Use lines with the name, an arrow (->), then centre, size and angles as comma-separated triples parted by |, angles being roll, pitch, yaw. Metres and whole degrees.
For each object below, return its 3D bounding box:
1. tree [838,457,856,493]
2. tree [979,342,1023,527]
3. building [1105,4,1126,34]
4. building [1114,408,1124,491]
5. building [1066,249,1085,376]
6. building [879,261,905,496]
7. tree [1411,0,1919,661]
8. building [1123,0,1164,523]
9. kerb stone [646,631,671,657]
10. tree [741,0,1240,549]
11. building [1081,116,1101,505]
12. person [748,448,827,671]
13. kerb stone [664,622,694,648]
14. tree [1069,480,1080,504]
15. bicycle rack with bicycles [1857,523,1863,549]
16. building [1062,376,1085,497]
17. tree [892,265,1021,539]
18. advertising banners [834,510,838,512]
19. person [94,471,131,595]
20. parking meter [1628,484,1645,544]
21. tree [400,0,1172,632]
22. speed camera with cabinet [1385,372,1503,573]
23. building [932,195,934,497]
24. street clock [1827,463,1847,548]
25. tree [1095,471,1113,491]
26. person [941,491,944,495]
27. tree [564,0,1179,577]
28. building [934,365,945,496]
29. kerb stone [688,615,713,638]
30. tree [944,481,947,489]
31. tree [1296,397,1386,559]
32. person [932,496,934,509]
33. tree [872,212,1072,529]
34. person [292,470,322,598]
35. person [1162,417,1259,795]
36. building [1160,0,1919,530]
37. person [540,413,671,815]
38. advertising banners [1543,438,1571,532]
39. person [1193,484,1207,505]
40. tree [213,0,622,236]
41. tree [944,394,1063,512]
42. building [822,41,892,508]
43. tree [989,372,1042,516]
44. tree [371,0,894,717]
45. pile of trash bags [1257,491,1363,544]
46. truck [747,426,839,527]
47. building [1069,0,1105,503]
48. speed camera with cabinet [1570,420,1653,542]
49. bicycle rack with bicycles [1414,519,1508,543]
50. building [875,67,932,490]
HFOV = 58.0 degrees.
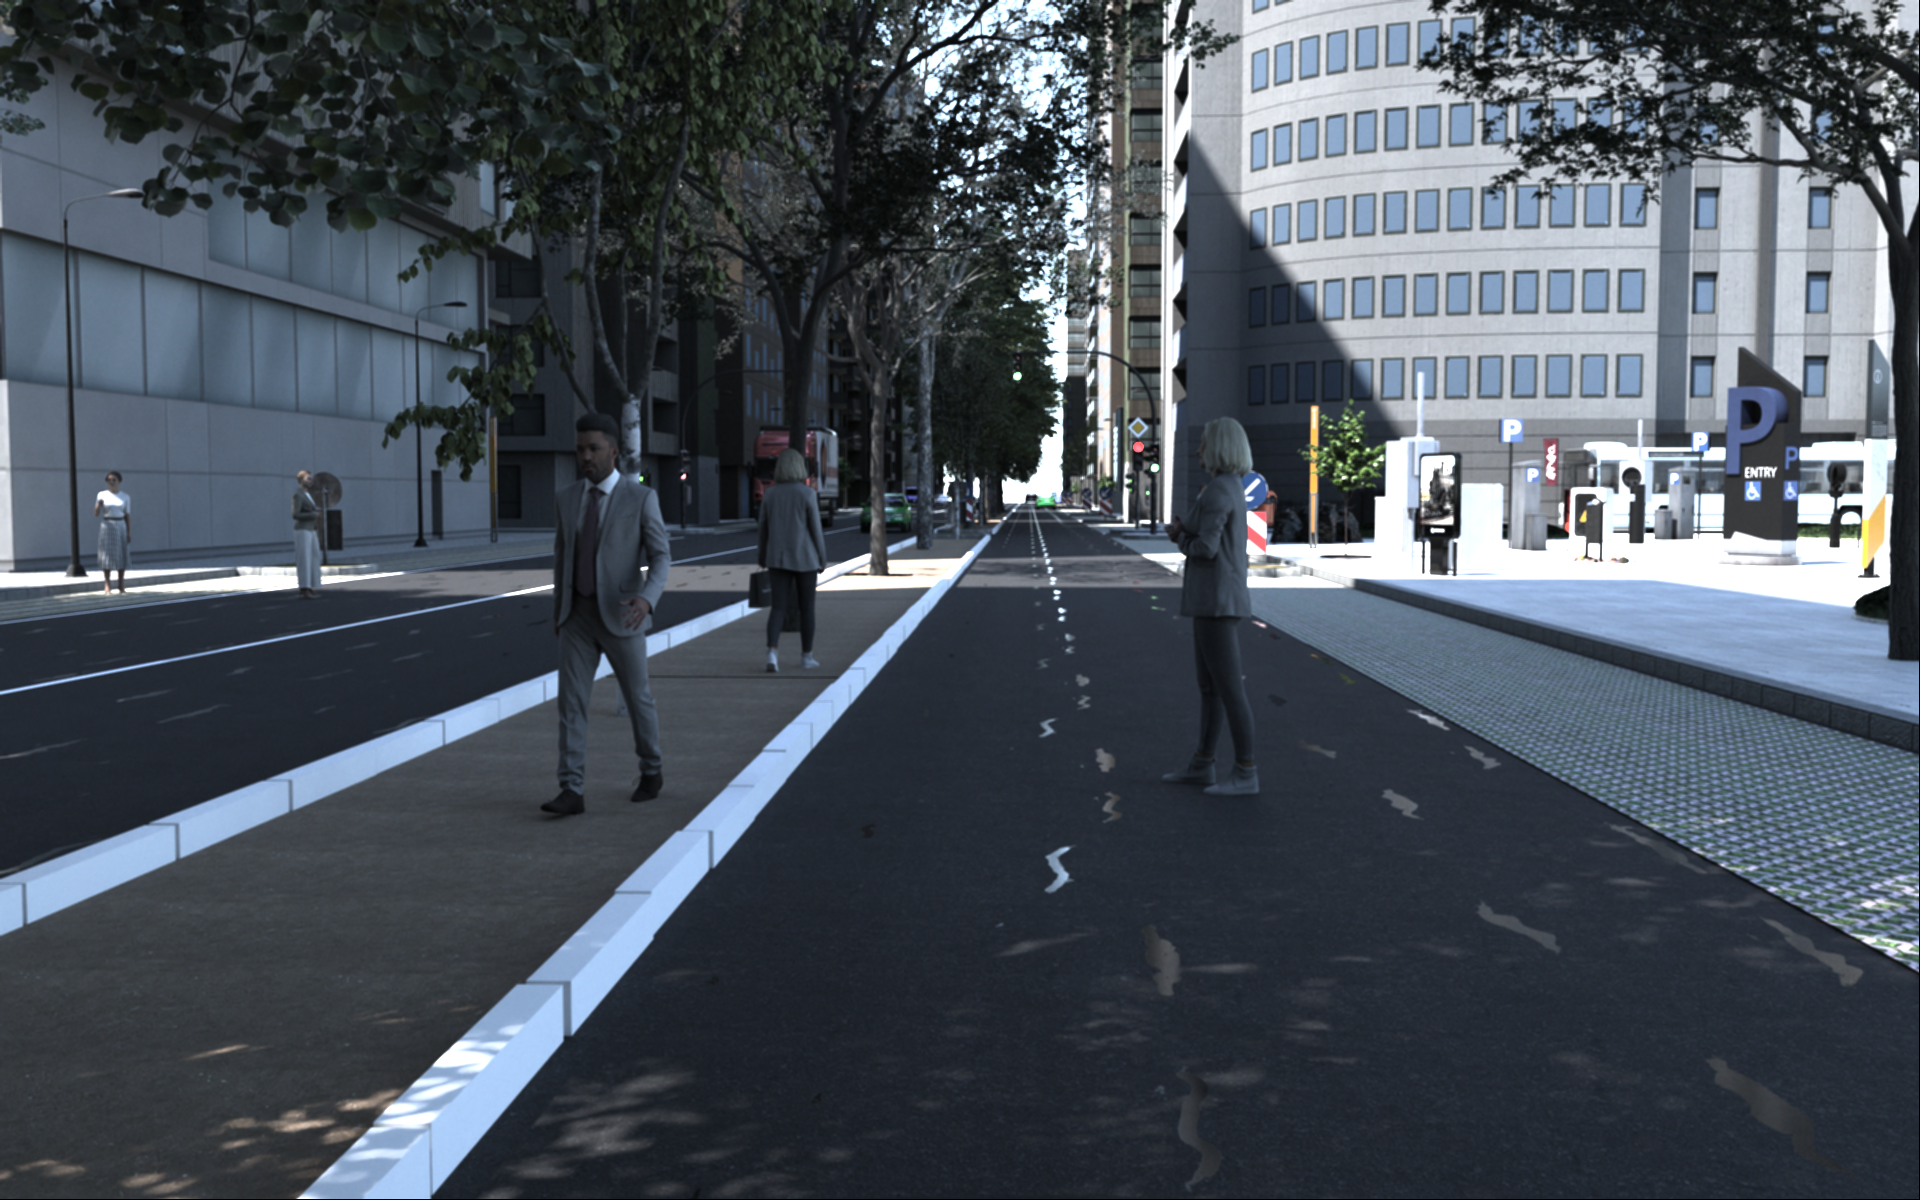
tree -> -10.253, -9.293, 135.662 | 4.285, 4.588, 4.351 | 0, 3, 0
tree -> 0.864, -7.410, 73.979 | 4.737, 8.622, 4.395 | 0, 3, 0
building -> 19.414, -30.393, 147.038 | 14.600, 45.320, 14.200 | 0, 4, 2
building -> 22.811, -49.393, 120.241 | 22.319, 86.520, 31.000 | 0, 4, 2
building -> 24.748, -37.064, 289.591 | 14.154, 41.232, 14.086 | 0, 4, 2
building -> -14.014, -26.440, 203.993 | 14.160, 30.474, 14.107 | 0, 4, 2
tree -> 7.009, -4.815, 13.139 | 7.601, 10.594, 8.767 | 0, 4, -1
building -> 15.651, -19.573, 91.715 | 14.160, 30.474, 14.107 | 0, 4, 2
kerb stone -> -2.768, 0.415, 15.459 | 0.120, 0.150, 1.000 | 0, 4, 2
tree -> 0.269, -11.304, 43.159 | 12.611, 20.169, 13.585 | 0, 3, 0
building -> 26.082, -35.356, 197.684 | 23.786, 49.044, 30.456 | 0, 4, 2
person -> -1.444, -0.328, 14.047 | 0.709, 1.800, 0.728 | 1, 4, 18
kerb stone -> -2.718, 0.349, 16.486 | 0.120, 0.150, 1.000 | 0, 4, 2
tree -> 15.400, -14.442, 230.721 | 1.663, 3.219, 1.824 | 0, 3, 0
bicycle rack with bicycles -> 22.216, -1.636, 40.131 | 2.852, 0.926, 2.925 | -1, 4, -15
building -> 29.875, -25.879, 268.158 | 27.650, 21.520, 28.899 | 0, 4, 2
tree -> -0.086, -6.202, 54.229 | 4.360, 8.622, 3.978 | 0, 3, 0
advertising banners -> -9.173, -8.033, 127.523 | 0.090, 3.025, 2.074 | 0, 4, 5
person -> -11.958, -0.942, 24.473 | 0.480, 1.755, 0.524 | -3, 4, -37
parking meter -> 17.355, -2.201, 44.403 | 0.372, 1.533, 0.369 | 0, 3, 0
tree -> -1.781, -4.920, 17.307 | 8.767, 10.594, 7.601 | 0, 4, 2
speed camera with cabinet -> 8.046, -2.104, 28.734 | 2.038, 3.252, 0.660 | -2, 4, -25
building -> -15.227, -44.242, 265.363 | 21.231, 58.520, 28.212 | 0, 4, 2
street clock -> 20.732, -2.228, 40.995 | 0.358, 2.002, 0.471 | 0, 4, -1
tree -> 11.769, -8.901, 140.140 | 1.663, 3.219, 1.824 | 0, 3, 0
person -> -2.531, -14.638, 247.906 | 1.350, 1.814, 0.705 | 1, 4, 22
tree -> -1.441, -7.161, 29.912 | 12.009, 13.543, 11.850 | 0, 3, 0
building -> -9.935, -31.565, 287.786 | 14.160, 30.474, 14.107 | 0, 4, 2
kerb stone -> -2.677, 0.287, 17.507 | 0.120, 0.150, 1.000 | 0, 4, 2
tree -> -3.949, -19.244, 298.357 | 4.285, 4.588, 4.351 | 0, 3, 0
tree -> 7.860, -2.450, 34.656 | 1.663, 3.219, 1.824 | 0, 3, 0
person -> -2.655, -9.166, 161.547 | 0.628, 1.438, 0.799 | -3, 5, -43
tree -> 0.485, -8.996, 67.669 | 7.486, 12.596, 7.792 | 0, 3, 0
person -> -8.935, -0.899, 23.755 | 0.362, 1.759, 0.519 | 0, 4, -1
person -> 1.179, 0.022, 8.328 | 0.526, 1.800, 0.537 | 1, 4, 23
building -> 23.153, -32.329, 70.586 | 28.212, 58.520, 21.231 | 0, 4, 2
person -> -1.592, 0.058, 7.829 | 0.678, 1.792, 0.850 | 1, 4, 15
advertising banners -> 19.141, -3.545, 54.142 | 0.090, 3.025, 2.074 | -3, 5, -40
person -> 6.351, -2.190, 45.307 | 0.522, 1.701, 0.512 | 2, 4, 24
tree -> -2.549, -5.747, 3.077 | 9.857, 13.997, 8.962 | 0, 3, 0
tree -> 3.156, -13.119, 133.964 | 9.611, 12.733, 9.660 | 0, 3, 0
building -> -18.827, -32.249, 181.903 | 22.147, 44.769, 28.867 | 0, 4, 2
tree -> 2.037, -11.378, 114.237 | 9.928, 11.665, 9.643 | 0, 3, 0
tree -> -2.163, -3.566, 11.119 | 4.737, 8.622, 4.395 | 0, 3, 0
pile of trash bags -> 8.914, -2.175, 45.309 | 3.447, 1.369, 1.912 | -3, 5, -42
truck -> -6.889, -5.154, 73.174 | 2.839, 4.237, 11.283 | 0, 4, 2
building -> 25.840, -49.164, 242.074 | 20.563, 71.187, 20.611 | 0, 4, 2
speed camera with cabinet -> 17.516, -3.196, 46.590 | 0.660, 3.252, 2.038 | -3, 5, -44
bicycle rack with bicycles -> 13.236, -2.002, 46.115 | 2.925, 0.926, 2.852 | -2, 4, -26
building -> -15.642, -42.515, 237.125 | 21.231, 58.520, 28.212 | 0, 4, 2
